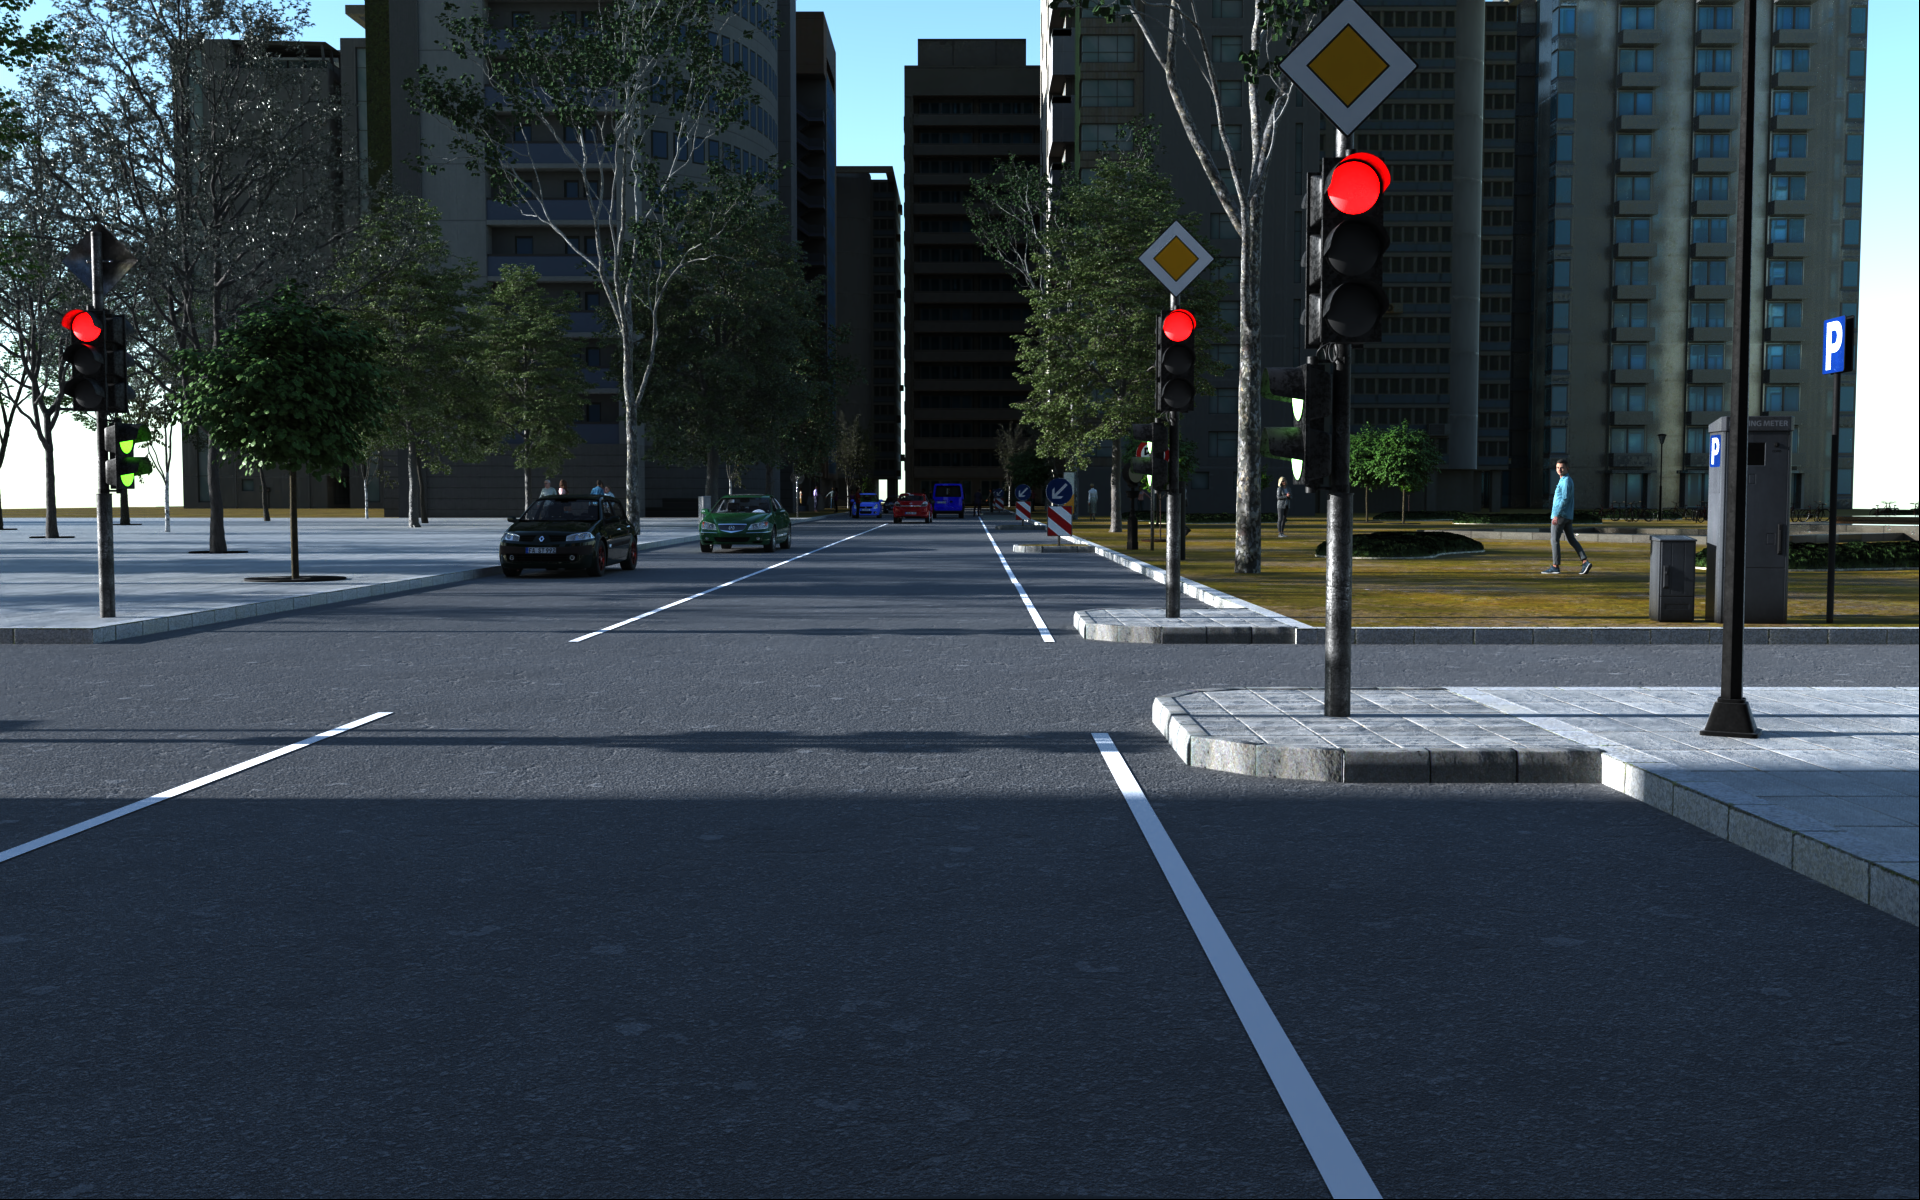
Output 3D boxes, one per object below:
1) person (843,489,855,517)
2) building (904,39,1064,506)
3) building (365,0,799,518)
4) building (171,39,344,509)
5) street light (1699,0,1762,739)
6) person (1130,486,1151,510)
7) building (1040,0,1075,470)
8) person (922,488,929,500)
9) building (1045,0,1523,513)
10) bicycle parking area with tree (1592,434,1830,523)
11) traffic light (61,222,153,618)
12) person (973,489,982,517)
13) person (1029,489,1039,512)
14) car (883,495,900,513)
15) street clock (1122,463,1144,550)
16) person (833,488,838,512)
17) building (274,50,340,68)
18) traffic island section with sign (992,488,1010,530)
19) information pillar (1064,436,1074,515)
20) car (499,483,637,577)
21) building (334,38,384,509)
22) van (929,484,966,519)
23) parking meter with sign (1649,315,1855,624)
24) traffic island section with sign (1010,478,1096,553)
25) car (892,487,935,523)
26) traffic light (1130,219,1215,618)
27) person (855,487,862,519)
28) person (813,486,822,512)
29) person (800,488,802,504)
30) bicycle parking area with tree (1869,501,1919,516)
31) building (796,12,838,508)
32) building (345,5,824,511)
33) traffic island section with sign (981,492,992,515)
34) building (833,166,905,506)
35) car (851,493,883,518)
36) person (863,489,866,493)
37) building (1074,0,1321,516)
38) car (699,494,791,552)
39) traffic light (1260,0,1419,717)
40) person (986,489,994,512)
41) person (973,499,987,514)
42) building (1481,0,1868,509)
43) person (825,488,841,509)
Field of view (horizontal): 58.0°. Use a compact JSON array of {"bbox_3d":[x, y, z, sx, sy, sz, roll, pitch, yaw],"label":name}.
[{"bbox_3d":[-6.854,-6.181,110.245,1.217,1.739,0.721,0,4,-8],"label":"person"},{"bbox_3d":[4.853,-34.566,188.852,21.600,48.544,21.300,0,4,0],"label":"building"},{"bbox_3d":[-21.909,-34.514,106.307,21.231,58.520,28.212,0,4,0],"label":"building"},{"bbox_3d":[-62.210,-29.116,159.642,14.086,41.232,14.154,0,4,0],"label":"building"},{"bbox_3d":[3.580,-2.235,9.090,1.470,5.913,1.316,0,4,0],"label":"street light"},{"bbox_3d":[9.837,-5.349,94.215,1.217,1.736,0.721,0,3,0],"label":"person"},{"bbox_3d":[20.993,-34.459,152.637,28.713,52.752,27.495,0,4,0],"label":"building"},{"bbox_3d":[-2.866,-7.785,135.423,0.705,1.869,1.348,-3,5,-45],"label":"person"},{"bbox_3d":[22.659,-26.564,126.197,32.217,40.220,23.993,0,4,0],"label":"building"},{"bbox_3d":[34.909,-5.717,80.477,9.016,4.147,8.231,-1,4,-17],"label":"bicycle parking area with tree"},{"bbox_3d":[-8.865,-1.774,17.928,0.839,4.253,0.868,0,4,0],"label":"traffic light"},{"bbox_3d":[1.138,-6.204,110.383,0.683,1.767,0.568,1,4,19],"label":"person"},{"bbox_3d":[5.361,-7.281,125.805,0.721,1.743,1.217,3,5,39],"label":"person"},{"bbox_3d":[-4.806,-7.118,128.964,1.945,1.354,3.894,0,4,0],"label":"car"},{"bbox_3d":[3.980,-2.161,39.903,0.471,2.002,0.358,-2,4,-35],"label":"street clock"},{"bbox_3d":[-8.797,-7.043,121.874,0.721,1.739,1.217,0,4,6],"label":"person"},{"bbox_3d":[-66.676,-34.875,189.819,30.456,49.044,23.786,0,4,0],"label":"building"},{"bbox_3d":[2.427,-3.765,70.181,1.989,1.847,2.006,0,4,0],"label":"traffic island section with sign"},{"bbox_3d":[4.149,-4.572,66.100,0.504,3.616,0.183,-3,5,-39],"label":"information pillar"},{"bbox_3d":[-7.026,-1.316,31.302,2.009,1.686,4.222,0,4,2],"label":"car"},{"bbox_3d":[-47.278,-29.094,159.287,14.086,41.232,14.154,0,4,0],"label":"building"},{"bbox_3d":[-0.731,-6.046,103.236,2.240,2.365,5.245,0,4,-1],"label":"van"},{"bbox_3d":[7.848,-1.284,17.260,1.738,3.016,0.543,0,4,6],"label":"parking meter with sign"},{"bbox_3d":[2.333,-2.116,43.226,1.989,1.847,2.006,0,4,0],"label":"traffic island section with sign"},{"bbox_3d":[-2.320,-4.719,86.193,2.155,1.783,4.494,0,4,2],"label":"car"},{"bbox_3d":[2.196,-1.773,17.904,0.839,4.253,0.868,0,4,0],"label":"traffic light"},{"bbox_3d":[-5.874,-5.616,100.251,0.705,1.831,1.348,0,4,-8],"label":"person"},{"bbox_3d":[-10.133,-7.198,123.594,0.599,1.838,0.709,-2,4,-27],"label":"person"},{"bbox_3d":[-13.732,-8.831,150.429,0.705,1.824,1.348,-1,4,-15],"label":"person"},{"bbox_3d":[47.715,-5.702,80.235,9.016,4.147,8.231,-1,4,-21],"label":"bicycle parking area with tree"},{"bbox_3d":[-18.976,-31.165,159.659,14.200,45.320,14.600,0,4,0],"label":"building"},{"bbox_3d":[-27.290,-27.053,134.204,32.217,40.220,23.993,0,4,0],"label":"building"},{"bbox_3d":[2.606,-6.816,120.067,1.989,1.847,2.006,0,4,0],"label":"traffic island section with sign"},{"bbox_3d":[-18.575,-30.767,194.923,23.993,40.220,32.217,0,4,0],"label":"building"},{"bbox_3d":[-5.545,-5.734,103.344,1.945,1.707,3.694,0,4,-1],"label":"car"},{"bbox_3d":[-8.818,-9.550,163.013,0.721,1.723,1.217,1,4,12],"label":"person"},{"bbox_3d":[13.987,-25.892,106.931,14.154,41.232,14.086,0,4,0],"label":"building"},{"bbox_3d":[-5.414,-1.975,44.083,2.131,1.459,4.920,0,4,2],"label":"car"},{"bbox_3d":[2.167,-1.284,9.919,0.839,4.253,0.868,0,4,0],"label":"traffic light"},{"bbox_3d":[2.196,-7.052,123.829,0.705,1.821,1.348,1,4,20],"label":"person"},{"bbox_3d":[1.427,-7.046,126.958,1.065,1.426,0.557,1,4,14],"label":"person"},{"bbox_3d":[62.742,-32.736,154.844,30.456,49.044,23.786,0,4,0],"label":"building"},{"bbox_3d":[-10.951,-8.763,149.401,1.350,1.814,0.705,0,4,5],"label":"person"}]
